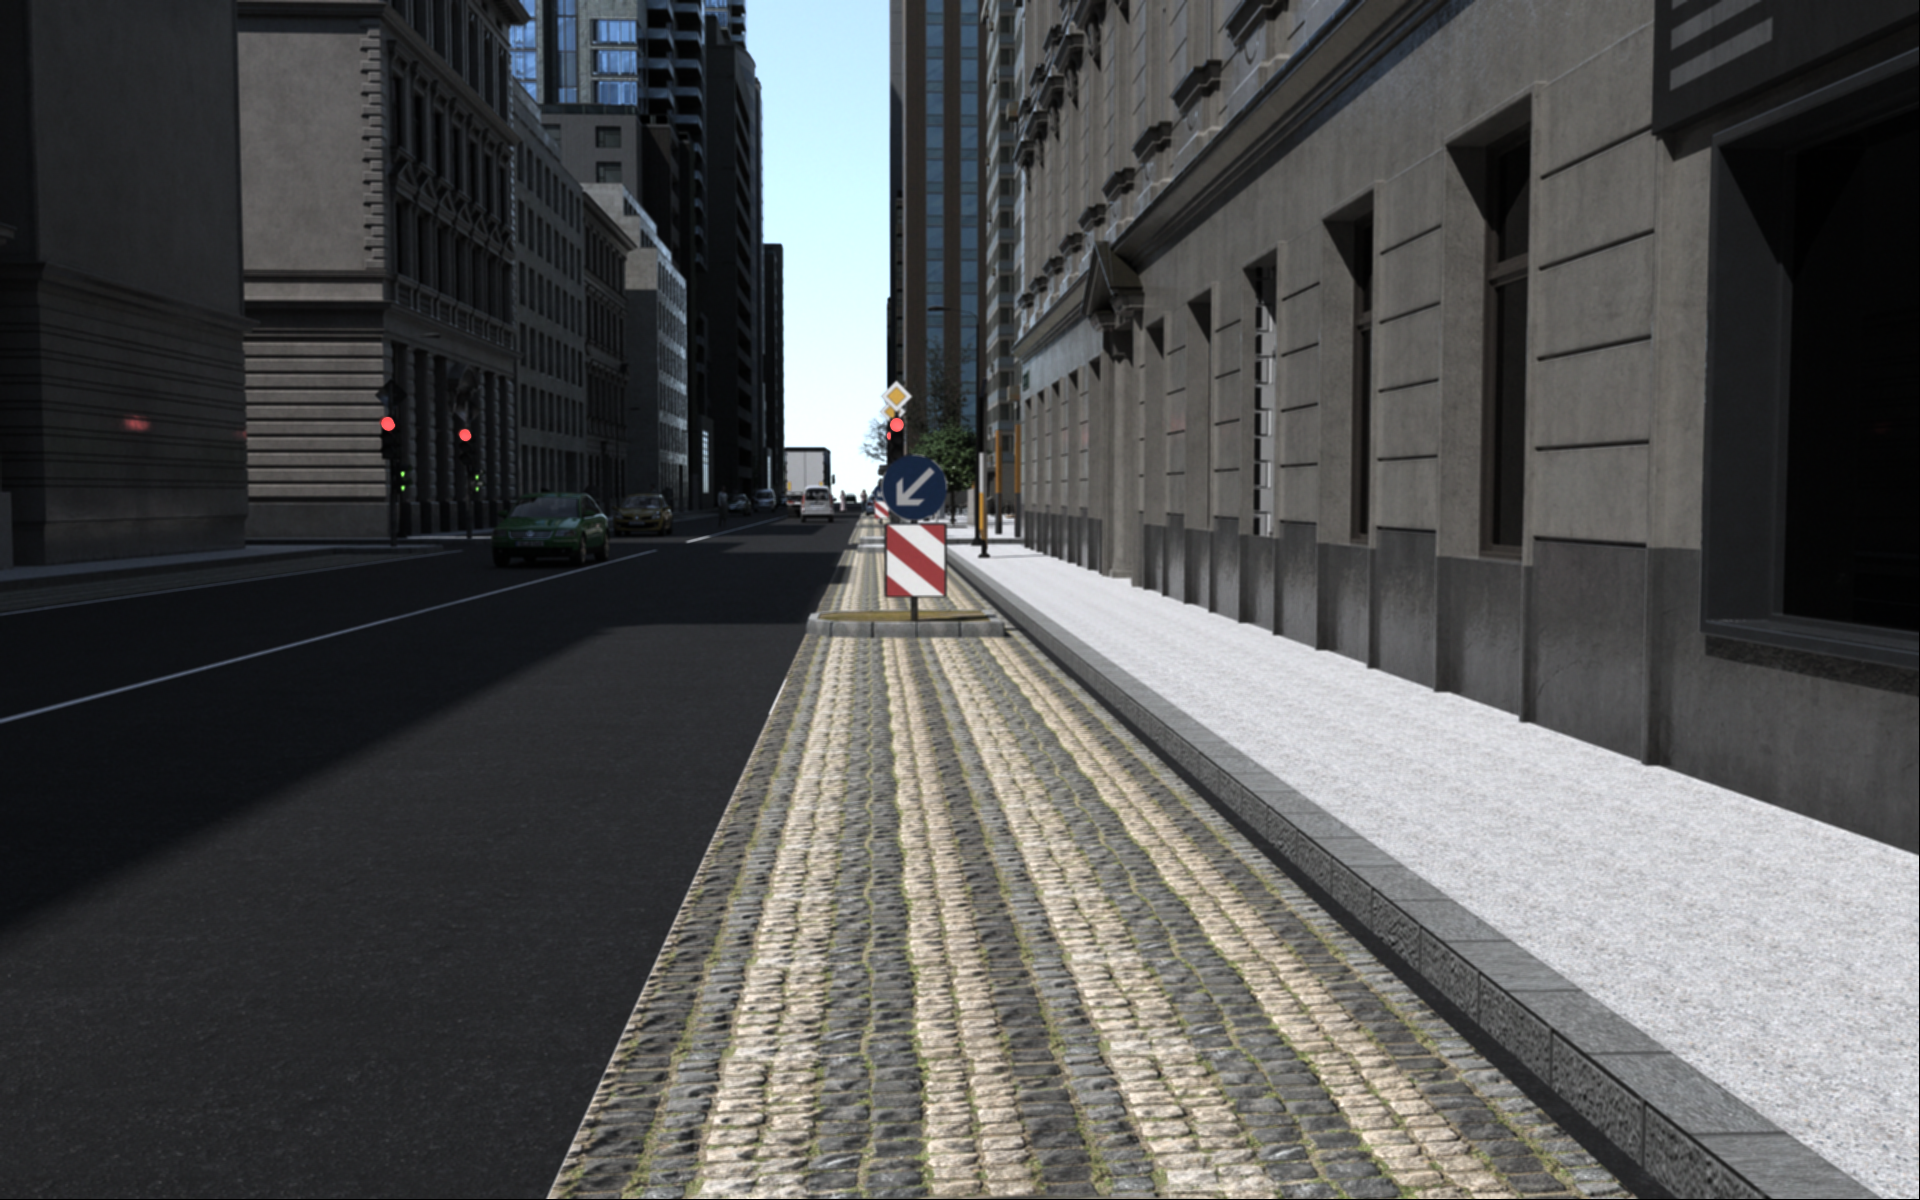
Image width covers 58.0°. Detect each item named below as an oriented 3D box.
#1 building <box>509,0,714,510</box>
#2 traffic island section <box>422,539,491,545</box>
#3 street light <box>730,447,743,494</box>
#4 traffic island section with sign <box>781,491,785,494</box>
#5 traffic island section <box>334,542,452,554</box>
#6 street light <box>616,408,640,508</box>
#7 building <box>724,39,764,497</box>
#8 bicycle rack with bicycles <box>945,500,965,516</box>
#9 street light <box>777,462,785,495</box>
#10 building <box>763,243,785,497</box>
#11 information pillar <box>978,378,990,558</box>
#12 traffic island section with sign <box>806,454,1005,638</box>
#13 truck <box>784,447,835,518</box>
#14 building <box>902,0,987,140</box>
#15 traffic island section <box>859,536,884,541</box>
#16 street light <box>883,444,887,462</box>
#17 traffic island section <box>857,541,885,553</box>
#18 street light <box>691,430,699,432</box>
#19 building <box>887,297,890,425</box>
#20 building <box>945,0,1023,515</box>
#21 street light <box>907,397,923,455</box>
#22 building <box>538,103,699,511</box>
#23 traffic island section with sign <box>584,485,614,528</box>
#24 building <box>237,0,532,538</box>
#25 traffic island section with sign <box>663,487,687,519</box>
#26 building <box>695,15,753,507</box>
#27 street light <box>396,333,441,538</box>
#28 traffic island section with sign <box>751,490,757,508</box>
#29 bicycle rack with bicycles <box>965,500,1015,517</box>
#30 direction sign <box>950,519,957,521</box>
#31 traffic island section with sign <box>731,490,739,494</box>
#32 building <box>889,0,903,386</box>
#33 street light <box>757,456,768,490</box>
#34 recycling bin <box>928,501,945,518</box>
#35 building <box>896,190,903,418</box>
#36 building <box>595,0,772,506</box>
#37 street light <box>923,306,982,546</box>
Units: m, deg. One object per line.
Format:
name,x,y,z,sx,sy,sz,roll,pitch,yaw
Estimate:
building,-32.770,-51.354,152.314,22.319,86.520,31.000,0,4,-3
traffic island section,-14.278,-1.716,50.339,2.009,0.180,2.903,0,4,-3
street light,-21.843,-12.029,169.214,1.470,5.913,1.316,0,4,-3
traffic island section with sign,-23.599,-13.670,232.125,1.989,1.847,2.006,0,4,-3
traffic island section,-13.870,-1.228,42.364,2.009,0.180,2.903,0,4,-3
street light,-17.868,-7.373,93.086,1.470,5.913,1.316,0,4,-3
building,-36.704,-41.570,221.660,21.231,58.520,28.212,0,4,-3
bicycle rack with bicycles,-0.812,-5.339,100.666,2.925,0.926,2.852,-1,4,-11
street light,-26.070,-17.136,252.712,1.470,5.913,1.316,0,4,-3
building,-35.265,-36.145,274.570,14.154,41.232,14.086,0,4,-3
information pillar,0.472,-2.660,34.846,0.183,3.616,0.504,1,4,11
traffic island section with sign,-0.597,-0.578,18.079,1.989,1.847,2.006,0,4,-3
truck,-9.445,-7.337,108.865,2.839,4.237,11.283,0,4,-2
building,2.472,-29.844,138.067,14.600,45.320,14.200,0,4,-3
traffic island section,-1.953,-1.754,50.964,2.009,0.180,2.903,0,4,-3
street light,-6.068,-11.429,159.404,1.470,5.913,1.316,0,4,-3
traffic island section,-1.544,-1.267,42.989,2.009,0.180,2.903,0,4,-3
street light,-19.730,-9.415,126.474,1.470,5.913,1.316,0,4,-3
building,-3.706,-29.497,253.974,14.160,30.474,14.107,0,4,-3
building,14.440,-25.851,114.539,32.217,40.220,23.993,0,4,-3
street light,-2.133,-6.699,82.066,1.470,5.913,1.316,0,4,-3
building,-27.751,-22.021,131.740,14.160,30.474,14.107,0,4,-3
traffic island section with sign,-15.425,-3.909,72.544,1.989,1.847,2.006,0,4,-3
building,-21.964,-14.068,58.889,11.050,23.489,19.941,0,4,-3
traffic island section with sign,-16.839,-5.597,100.134,1.989,1.847,2.006,0,4,-3
building,-33.146,-34.030,180.100,21.300,48.544,21.600,0,4,-3
street light,-15.716,-4.750,50.204,1.470,5.913,1.316,0,4,-3
traffic island section with sign,-20.789,-10.310,177.189,1.989,1.847,2.006,0,4,-3
bicycle rack with bicycles,2.335,-5.264,99.443,2.852,0.926,2.925,-1,4,-23
direction sign,-0.324,-5.466,81.362,0.876,3.537,0.379,3,5,41
traffic island section with sign,-19.386,-8.633,149.783,1.989,1.847,2.006,0,4,-3
building,2.911,-39.483,187.541,21.231,58.520,28.212,0,4,-3
street light,-23.916,-14.494,209.514,1.470,5.913,1.316,0,4,-3
recycling bin,-1.264,-4.898,92.631,0.722,1.027,0.722,2,4,26
building,0.817,-24.185,167.118,14.160,30.474,14.107,0,4,-3
building,-38.361,-57.354,250.411,22.319,86.520,31.000,0,4,-3
street light,-0.106,-4.305,42.935,1.470,5.913,1.316,0,4,-3
